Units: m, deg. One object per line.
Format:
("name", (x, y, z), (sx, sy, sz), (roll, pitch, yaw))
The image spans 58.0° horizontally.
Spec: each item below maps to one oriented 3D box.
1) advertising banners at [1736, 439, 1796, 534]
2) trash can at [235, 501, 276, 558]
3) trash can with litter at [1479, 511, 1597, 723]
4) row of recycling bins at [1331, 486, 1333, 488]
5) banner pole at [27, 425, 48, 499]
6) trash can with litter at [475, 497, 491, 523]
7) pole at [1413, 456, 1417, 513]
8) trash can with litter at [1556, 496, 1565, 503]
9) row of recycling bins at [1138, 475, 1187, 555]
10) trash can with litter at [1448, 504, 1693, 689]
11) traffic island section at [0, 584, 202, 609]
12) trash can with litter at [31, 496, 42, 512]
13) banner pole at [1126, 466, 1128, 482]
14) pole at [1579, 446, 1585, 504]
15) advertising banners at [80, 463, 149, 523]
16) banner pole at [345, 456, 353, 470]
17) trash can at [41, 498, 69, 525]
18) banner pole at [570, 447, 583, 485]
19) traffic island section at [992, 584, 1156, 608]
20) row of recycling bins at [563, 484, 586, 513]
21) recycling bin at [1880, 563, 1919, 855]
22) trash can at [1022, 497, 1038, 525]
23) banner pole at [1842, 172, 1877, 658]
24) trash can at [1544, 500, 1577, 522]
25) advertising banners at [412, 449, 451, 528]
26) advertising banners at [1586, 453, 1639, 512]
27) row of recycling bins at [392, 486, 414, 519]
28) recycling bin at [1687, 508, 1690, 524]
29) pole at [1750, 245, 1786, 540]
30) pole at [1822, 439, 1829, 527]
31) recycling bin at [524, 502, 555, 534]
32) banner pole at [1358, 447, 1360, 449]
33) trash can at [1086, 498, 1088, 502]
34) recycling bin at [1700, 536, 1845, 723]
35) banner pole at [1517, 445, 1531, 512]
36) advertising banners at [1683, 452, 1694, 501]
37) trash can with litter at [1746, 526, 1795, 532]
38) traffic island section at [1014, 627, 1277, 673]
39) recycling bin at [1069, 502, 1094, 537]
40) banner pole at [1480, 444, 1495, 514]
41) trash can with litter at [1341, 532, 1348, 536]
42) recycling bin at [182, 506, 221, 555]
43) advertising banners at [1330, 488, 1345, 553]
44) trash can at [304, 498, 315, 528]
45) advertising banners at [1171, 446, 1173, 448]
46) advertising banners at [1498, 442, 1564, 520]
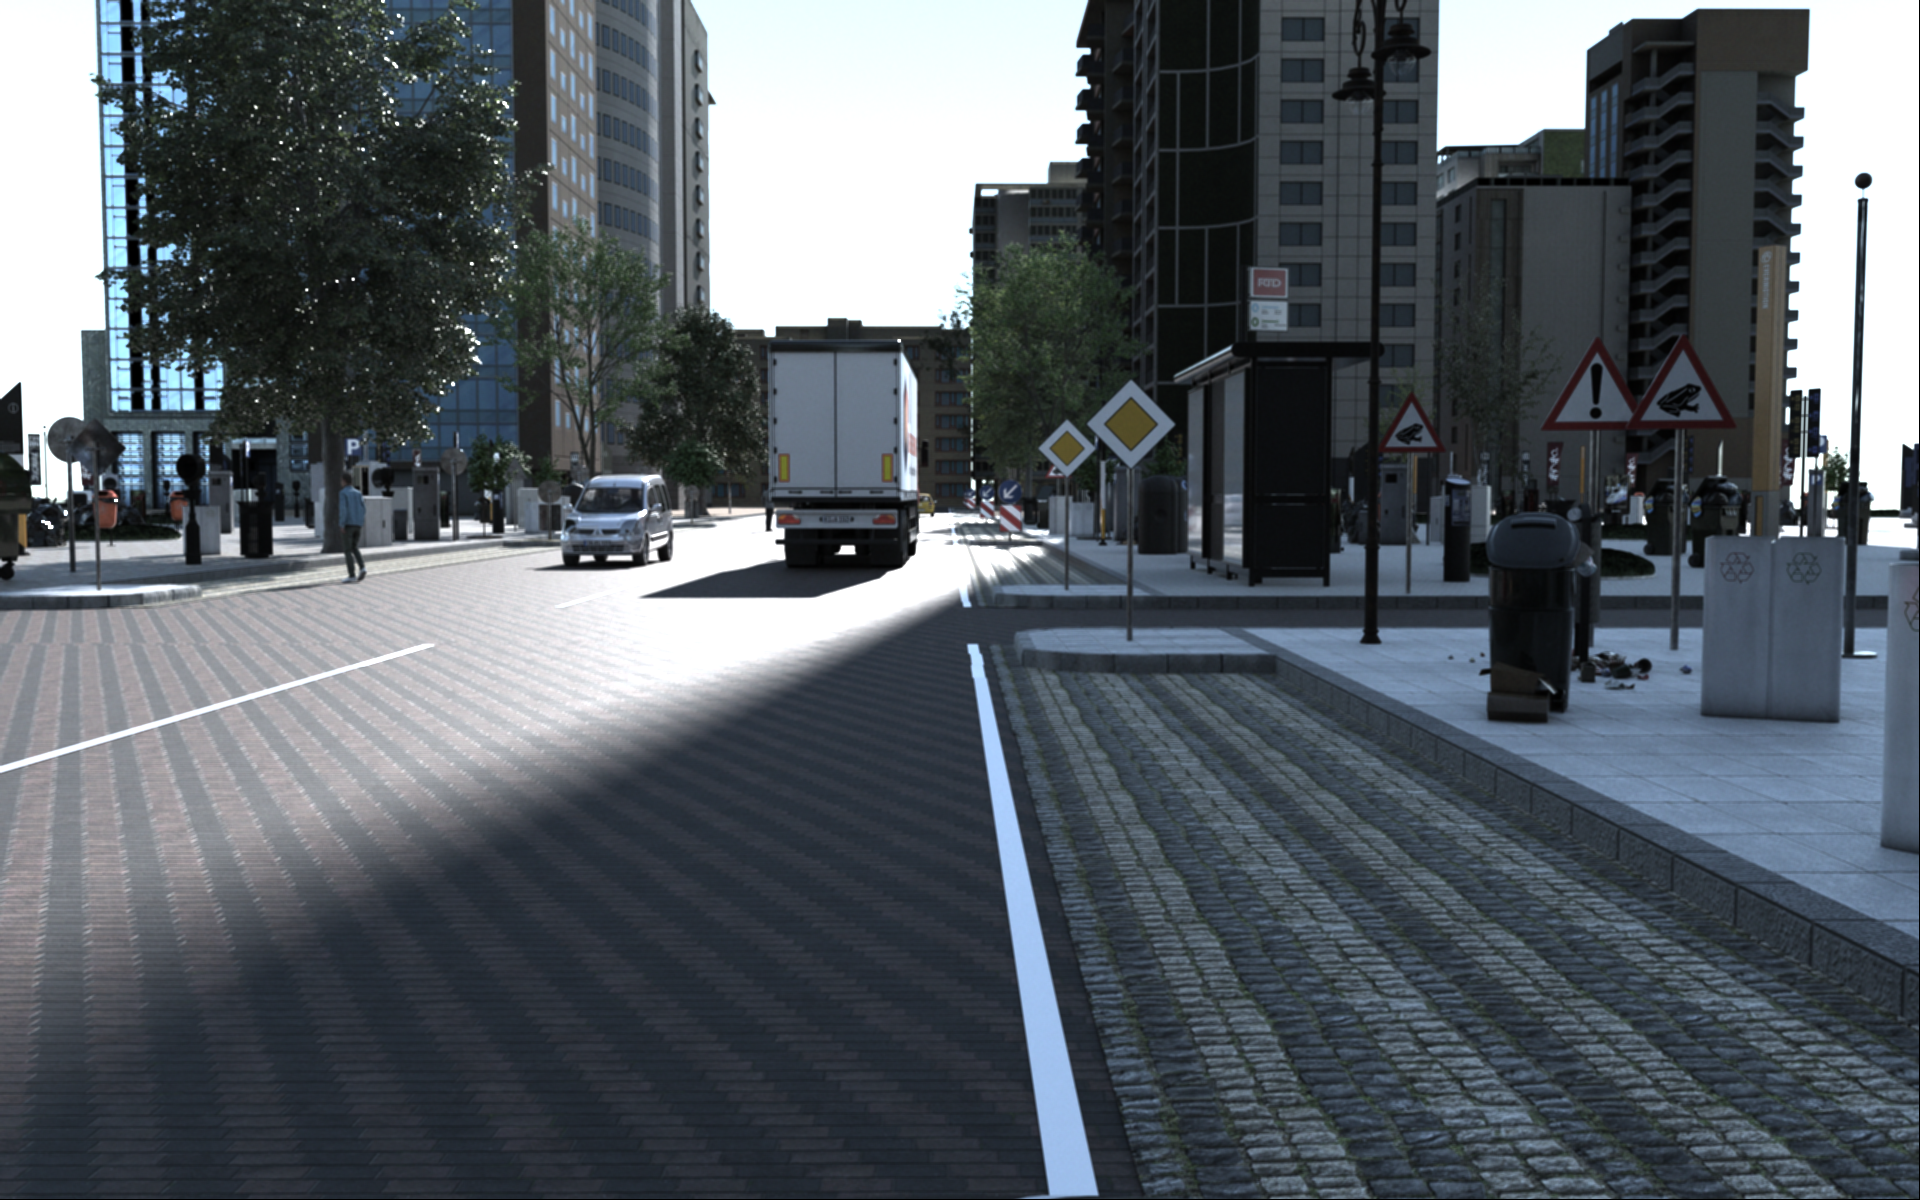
("advertising banners", (25.752, -3.628, 55.512), (2.074, 3.025, 0.090), (3, 5, 43))
("trash can", (-14.088, -1.408, 34.668), (0.748, 1.137, 0.748), (0, 3, 0))
("trash can with litter", (3.368, 0.079, 10.093), (0.624, 1.170, 1.055), (1, 4, 21))
("row of recycling bins", (17.115, -4.678, 83.593), (1.069, 1.692, 3.534), (-1, 4, -12))
("banner pole", (-33.452, -4.461, 62.954), (0.401, 3.779, 0.863), (3, 4, 36))
("trash can with litter", (-20.854, -3.983, 76.512), (0.624, 1.170, 1.055), (2, 4, 29))
("pole", (24.090, -5.987, 91.727), (0.158, 3.312, 0.155), (0, 3, 0))
("trash can with litter", (31.219, -4.762, 89.246), (0.624, 1.170, 1.055), (-3, 5, -41))
("row of recycling bins", (4.826, -1.906, 38.277), (1.069, 1.692, 3.534), (2, 4, 28))
("trash can with litter", (4.394, -0.085, 12.449), (1.678, 1.210, 2.233), (1, 4, 15))
("traffic island section", (-11.494, -0.049, 23.080), (2.009, 0.180, 2.903), (0, 4, 0))
("trash can with litter", (-31.040, -2.919, 58.786), (1.678, 1.210, 2.233), (0, 4, -2))
("banner pole", (4.493, -3.417, 45.884), (0.401, 3.779, 0.863), (1, 4, 18))
("pole", (26.457, -4.882, 73.671), (0.158, 3.312, 0.155), (0, 3, 0))
("advertising banners", (-27.236, -3.639, 55.681), (2.074, 3.025, 0.090), (-2, 4, -32))
("banner pole", (-31.833, -6.120, 90.077), (0.863, 3.779, 0.401), (-2, 4, -23))
("trash can", (-26.228, -2.369, 50.385), (0.748, 1.137, 0.748), (0, 3, 0))
("banner pole", (-20.013, -6.161, 90.745), (0.863, 3.779, 0.401), (-2, 4, -34))
("traffic island section", (1.447, -0.055, 23.173), (2.009, 0.180, 2.903), (0, 4, 0))
("row of recycling bins", (-14.821, -3.857, 70.173), (1.069, 1.692, 3.534), (1, 4, 21))
("recycling bin", (3.818, 0.392, 6.140), (0.722, 1.027, 0.722), (-2, 4, -28))
("trash can", (2.971, -3.726, 72.568), (0.748, 1.137, 0.748), (0, 3, 0))
("banner pole", (6.926, -1.429, 13.382), (0.401, 3.779, 0.863), (2, 4, 27))
("trash can", (14.369, -1.826, 41.505), (0.748, 1.137, 0.748), (0, 3, 0))
("advertising banners", (-20.330, -4.305, 66.578), (2.074, 3.025, 0.090), (2, 4, 32))
("advertising banners", (27.623, -4.719, 73.351), (2.074, 3.025, 0.090), (1, 4, 15))
("row of recycling bins", (-29.080, -5.079, 90.158), (1.069, 1.692, 3.534), (-3, 4, -38))
("recycling bin", (22.453, -2.427, 52.240), (0.722, 1.027, 0.722), (0, 4, -6))
("pole", (6.682, -1.254, 14.344), (0.158, 3.312, 0.155), (0, 3, 0))
("pole", (32.324, -4.335, 64.721), (0.158, 3.312, 0.155), (0, 3, 0))
("recycling bin", (-13.743, -2.697, 56.647), (0.722, 1.027, 0.722), (3, 5, 39))
("banner pole", (21.523, -6.281, 92.705), (0.863, 3.779, 0.401), (-2, 4, -25))
("trash can", (5.077, -3.268, 65.078), (0.748, 1.137, 0.748), (0, 3, 0))
("recycling bin", (4.759, 0.148, 10.133), (0.722, 1.027, 0.722), (2, 4, 27))
("banner pole", (28.481, -5.973, 87.677), (0.401, 3.779, 0.863), (-3, 5, -39))
("advertising banners", (30.186, -4.633, 71.930), (0.090, 3.025, 2.074), (1, 4, 9))
("trash can with litter", (27.643, -2.931, 58.979), (1.678, 1.210, 2.233), (1, 4, 19))
("traffic island section", (1.507, 0.434, 15.188), (2.009, 0.180, 2.903), (0, 4, 0))
("recycling bin", (3.659, -2.443, 52.502), (0.722, 1.027, 0.722), (-1, 4, -8))
("banner pole", (26.510, -5.930, 86.977), (0.863, 3.779, 0.401), (1, 4, 19))
("trash can with litter", (11.090, -2.588, 53.366), (2.233, 1.210, 1.678), (0, 4, 5))
("recycling bin", (-16.083, -1.479, 36.730), (0.722, 1.027, 0.722), (-2, 4, -24))
("advertising banners", (7.533, -2.501, 37.087), (2.074, 3.025, 0.090), (-3, 4, -38))
("trash can", (-24.203, -3.256, 64.893), (0.748, 1.137, 0.748), (0, 3, 0))
("advertising banners", (7.276, -4.099, 63.205), (2.074, 3.025, 0.090), (-2, 4, -34))
("advertising banners", (19.282, -3.813, 58.527), (2.074, 3.025, 0.090), (2, 4, 27))
